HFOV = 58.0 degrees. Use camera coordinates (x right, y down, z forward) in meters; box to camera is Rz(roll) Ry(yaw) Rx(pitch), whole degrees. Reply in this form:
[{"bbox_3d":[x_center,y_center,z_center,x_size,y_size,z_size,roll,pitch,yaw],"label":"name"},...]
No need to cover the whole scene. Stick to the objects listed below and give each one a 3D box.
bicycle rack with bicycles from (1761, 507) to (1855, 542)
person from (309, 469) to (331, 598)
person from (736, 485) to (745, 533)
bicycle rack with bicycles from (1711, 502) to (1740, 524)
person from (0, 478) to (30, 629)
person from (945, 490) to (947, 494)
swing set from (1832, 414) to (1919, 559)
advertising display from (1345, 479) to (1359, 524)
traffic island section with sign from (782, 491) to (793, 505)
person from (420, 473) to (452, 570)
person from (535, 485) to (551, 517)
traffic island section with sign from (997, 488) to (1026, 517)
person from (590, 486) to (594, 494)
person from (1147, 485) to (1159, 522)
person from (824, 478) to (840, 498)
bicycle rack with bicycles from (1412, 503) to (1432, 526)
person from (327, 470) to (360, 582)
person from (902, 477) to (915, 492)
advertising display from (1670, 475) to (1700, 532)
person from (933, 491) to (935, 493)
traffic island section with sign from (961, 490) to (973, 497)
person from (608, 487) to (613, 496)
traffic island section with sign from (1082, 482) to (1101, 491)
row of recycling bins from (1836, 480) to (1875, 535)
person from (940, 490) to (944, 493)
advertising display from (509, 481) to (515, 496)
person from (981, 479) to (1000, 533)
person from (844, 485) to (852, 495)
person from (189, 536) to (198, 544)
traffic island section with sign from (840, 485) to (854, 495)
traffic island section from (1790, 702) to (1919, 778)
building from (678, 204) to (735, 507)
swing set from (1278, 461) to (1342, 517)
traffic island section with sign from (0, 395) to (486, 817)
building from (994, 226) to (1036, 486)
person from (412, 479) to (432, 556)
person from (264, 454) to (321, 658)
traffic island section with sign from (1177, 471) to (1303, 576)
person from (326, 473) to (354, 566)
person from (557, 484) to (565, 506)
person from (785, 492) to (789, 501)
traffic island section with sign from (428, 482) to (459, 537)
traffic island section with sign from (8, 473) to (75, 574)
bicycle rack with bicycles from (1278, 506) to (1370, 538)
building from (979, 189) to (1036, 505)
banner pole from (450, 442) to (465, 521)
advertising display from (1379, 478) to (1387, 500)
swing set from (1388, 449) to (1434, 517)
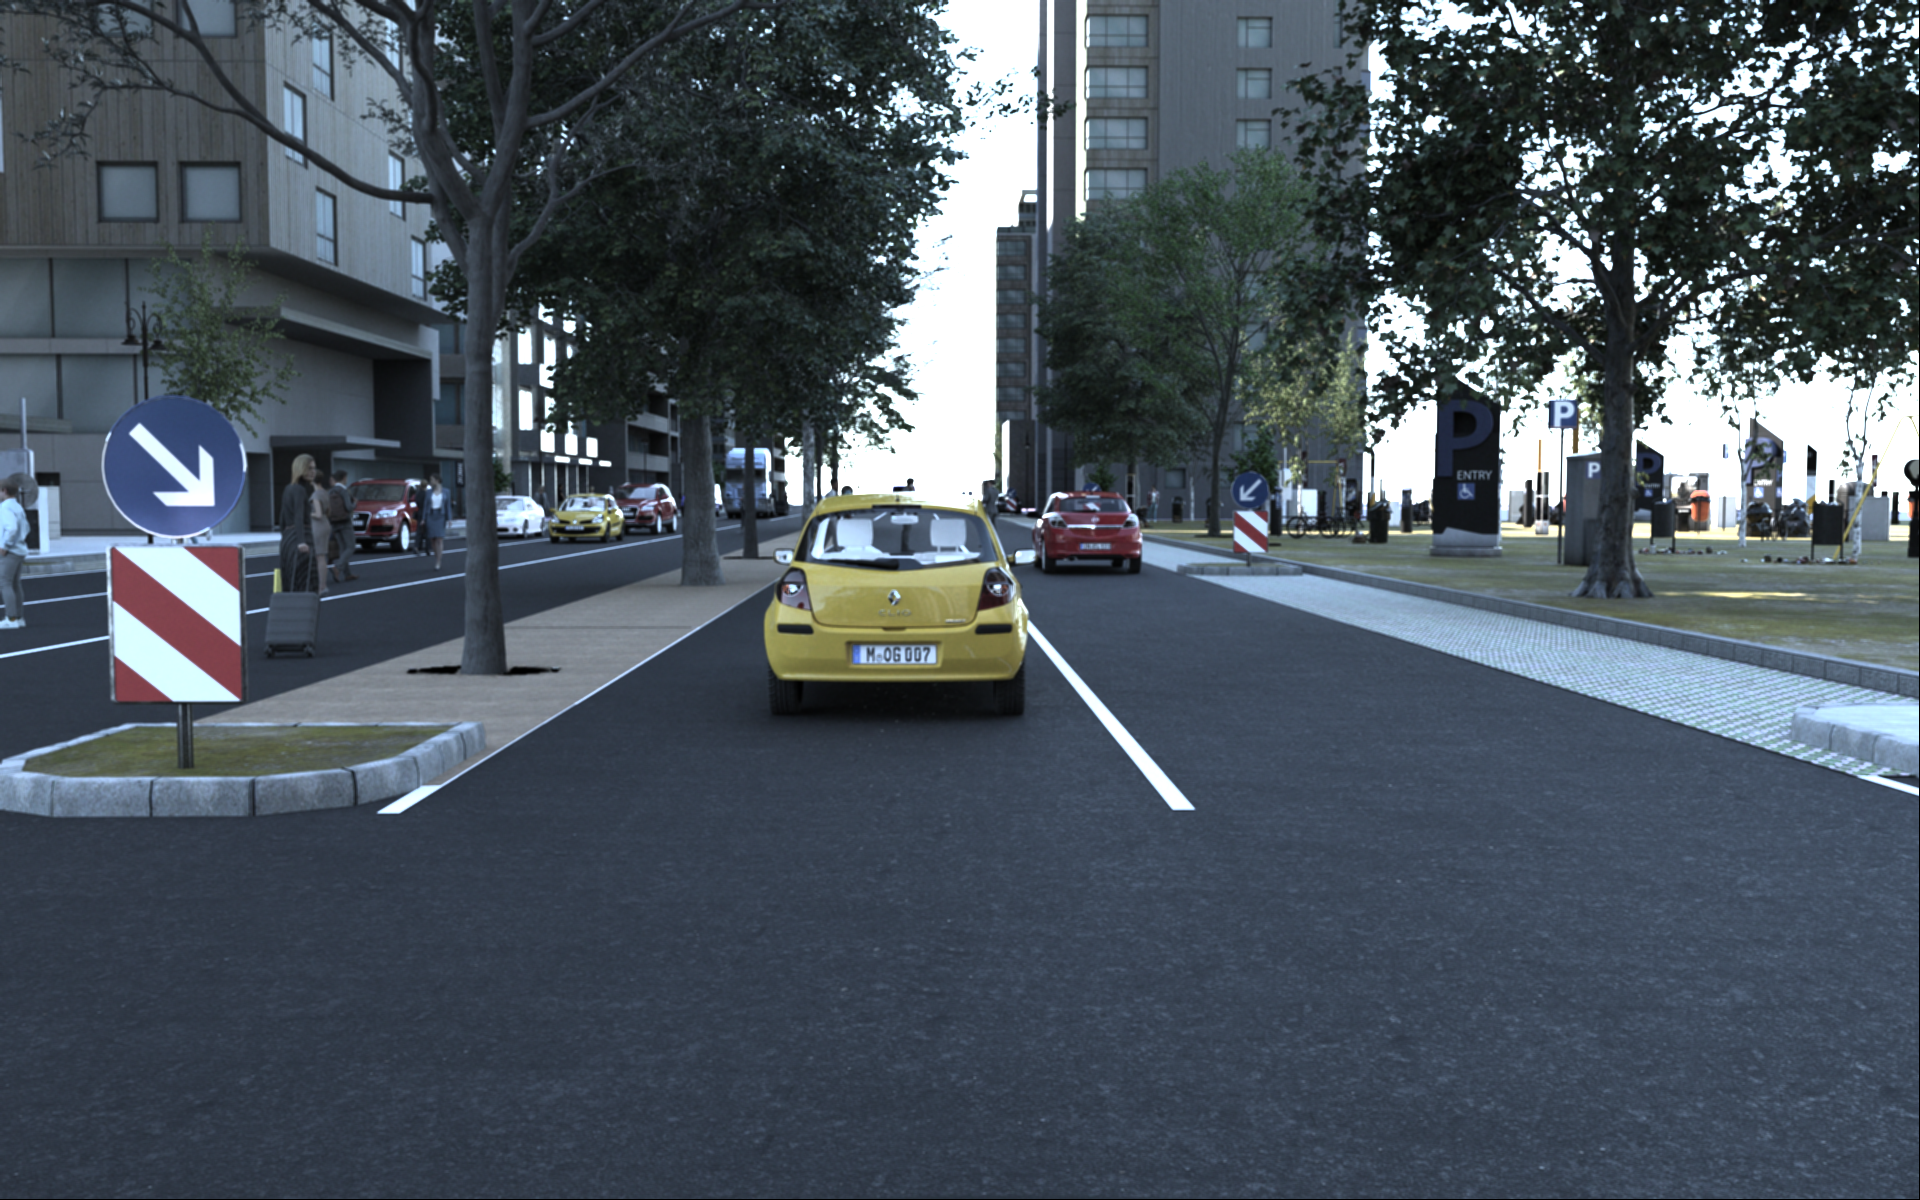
[{"bbox_3d":[23.078,-2.068,47.191,2.852,0.926,2.925,2,4,30],"label":"bicycle rack with bicycles"},{"bbox_3d":[-8.866,-0.919,23.867,0.374,1.781,0.599,0,4,-4],"label":"person"},{"bbox_3d":[-7.957,-3.386,64.046,0.526,1.800,0.537,-2,4,-27],"label":"person"},{"bbox_3d":[33.285,-3.826,75.945,2.925,0.926,2.852,-3,4,-38],"label":"bicycle rack with bicycles"},{"bbox_3d":[-10.222,-0.510,18.650,0.330,1.601,0.589,0,4,-5],"label":"person"},{"bbox_3d":[-1.133,-7.661,134.680,0.541,1.710,0.530,0,4,-5],"label":"person"},{"bbox_3d":[18.851,-2.156,32.870,2.862,2.851,3.119,0,4,-4],"label":"swing set"},{"bbox_3d":[16.654,-4.182,73.592,0.123,1.923,0.974,-1,4,-14],"label":"advertising display"},{"bbox_3d":[-21.963,-12.779,217.559,1.989,1.847,2.006,0,4,-1],"label":"traffic island section with sign"},{"bbox_3d":[-9.875,-1.484,32.787,0.581,1.822,0.654,0,4,7],"label":"person"},{"bbox_3d":[-16.757,-3.722,69.536,0.709,1.800,0.728,-2,4,-30],"label":"person"},{"bbox_3d":[3.069,-6.090,108.196,1.989,1.847,2.006,0,4,-1],"label":"traffic island section with sign"},{"bbox_3d":[-14.571,-3.689,69.491,0.598,1.740,0.731,2,4,25],"label":"person"},{"bbox_3d":[8.852,-4.434,79.378,0.563,1.720,0.643,0,4,-4],"label":"person"},{"bbox_3d":[-2.827,-1.797,38.152,0.850,1.792,0.678,1,4,14],"label":"person"},{"bbox_3d":[19.475,-3.469,70.099,2.925,0.926,2.852,0,4,6],"label":"bicycle rack with bicycles"},{"bbox_3d":[-10.150,-1.218,28.384,0.622,1.834,0.822,1,4,22],"label":"person"},{"bbox_3d":[-1.253,-2.119,42.959,0.447,1.846,0.655,-1,4,-12],"label":"person"},{"bbox_3d":[24.384,-3.248,58.324,0.123,1.923,0.974,-3,5,-41],"label":"advertising display"},{"bbox_3d":[-2.609,-9.908,171.222,1.217,1.735,0.721,1,4,23],"label":"person"},{"bbox_3d":[0.346,-12.819,218.215,1.989,1.847,2.006,0,4,-1],"label":"traffic island section with sign"},{"bbox_3d":[-21.121,-5.967,104.328,0.721,1.736,1.217,0,4,-5],"label":"person"},{"bbox_3d":[4.285,-3.070,58.830,1.989,1.847,2.006,0,4,-1],"label":"traffic island section with sign"},{"bbox_3d":[27.585,-2.830,53.390,1.069,1.692,3.534,2,4,30],"label":"row of recycling bins"},{"bbox_3d":[-1.541,-7.785,136.600,0.721,1.723,1.217,2,4,24],"label":"person"},{"bbox_3d":[-21.427,-4.749,82.853,0.123,1.923,0.974,-1,4,-22],"label":"advertising display"},{"bbox_3d":[0.766,-2.369,47.046,0.447,1.846,0.655,3,4,38],"label":"person"},{"bbox_3d":[-5.112,-4.300,78.665,0.748,1.841,0.638,-1,4,-18],"label":"person"},{"bbox_3d":[-17.811,-1.890,39.743,0.623,1.781,0.721,1,4,21],"label":"person"},{"bbox_3d":[-5.493,-4.625,83.747,2.006,1.907,1.989,0,4,-1],"label":"traffic island section with sign"},{"bbox_3d":[5.836,0.800,9.204,2.009,0.180,2.903,0,4,-1],"label":"traffic island section"},{"bbox_3d":[-39.443,-31.274,203.208,32.217,40.220,23.993,0,4,-1],"label":"building"},{"bbox_3d":[16.475,-5.202,82.667,3.119,2.851,2.862,0,4,3],"label":"swing set"},{"bbox_3d":[-3.630,-0.030,8.632,2.006,1.907,1.989,0,4,-1],"label":"traffic island section with sign"},{"bbox_3d":[10.626,-25.478,188.274,14.160,30.474,14.107,0,4,-1],"label":"building"},{"bbox_3d":[-12.482,-1.922,40.351,0.576,1.772,0.534,0,4,4],"label":"person"},{"bbox_3d":[-6.078,-0.430,15.755,0.699,1.804,1.509,0,4,-6],"label":"person"},{"bbox_3d":[4.963,-1.377,31.135,1.989,1.847,2.006,0,4,-1],"label":"traffic island section with sign"},{"bbox_3d":[-12.436,-1.595,34.489,0.656,1.842,0.836,-2,4,-35],"label":"person"},{"bbox_3d":[-20.731,-5.137,90.051,0.705,1.822,1.348,-2,4,-27],"label":"person"},{"bbox_3d":[-14.555,-8.331,146.187,0.593,1.643,0.415,3,4,37],"label":"person"},{"bbox_3d":[-18.041,-3.050,58.497,1.989,1.847,2.006,0,4,-1],"label":"traffic island section with sign"},{"bbox_3d":[-17.373,-1.402,31.550,1.989,1.847,2.006,0,4,-1],"label":"traffic island section with sign"},{"bbox_3d":[10.746,-2.313,51.193,2.925,0.926,2.852,0,4,-7],"label":"bicycle rack with bicycles"},{"bbox_3d":[18.870,-33.029,231.904,32.217,40.220,23.993,0,4,-1],"label":"building"},{"bbox_3d":[-24.092,-5.684,82.948,0.863,3.779,0.401,-1,4,-15],"label":"banner pole"},{"bbox_3d":[17.114,-3.969,70.108,0.123,1.923,0.974,2,4,24],"label":"advertising display"},{"bbox_3d":[16.768,-3.847,60.520,2.862,2.851,3.119,-2,4,-27],"label":"swing set"}]
